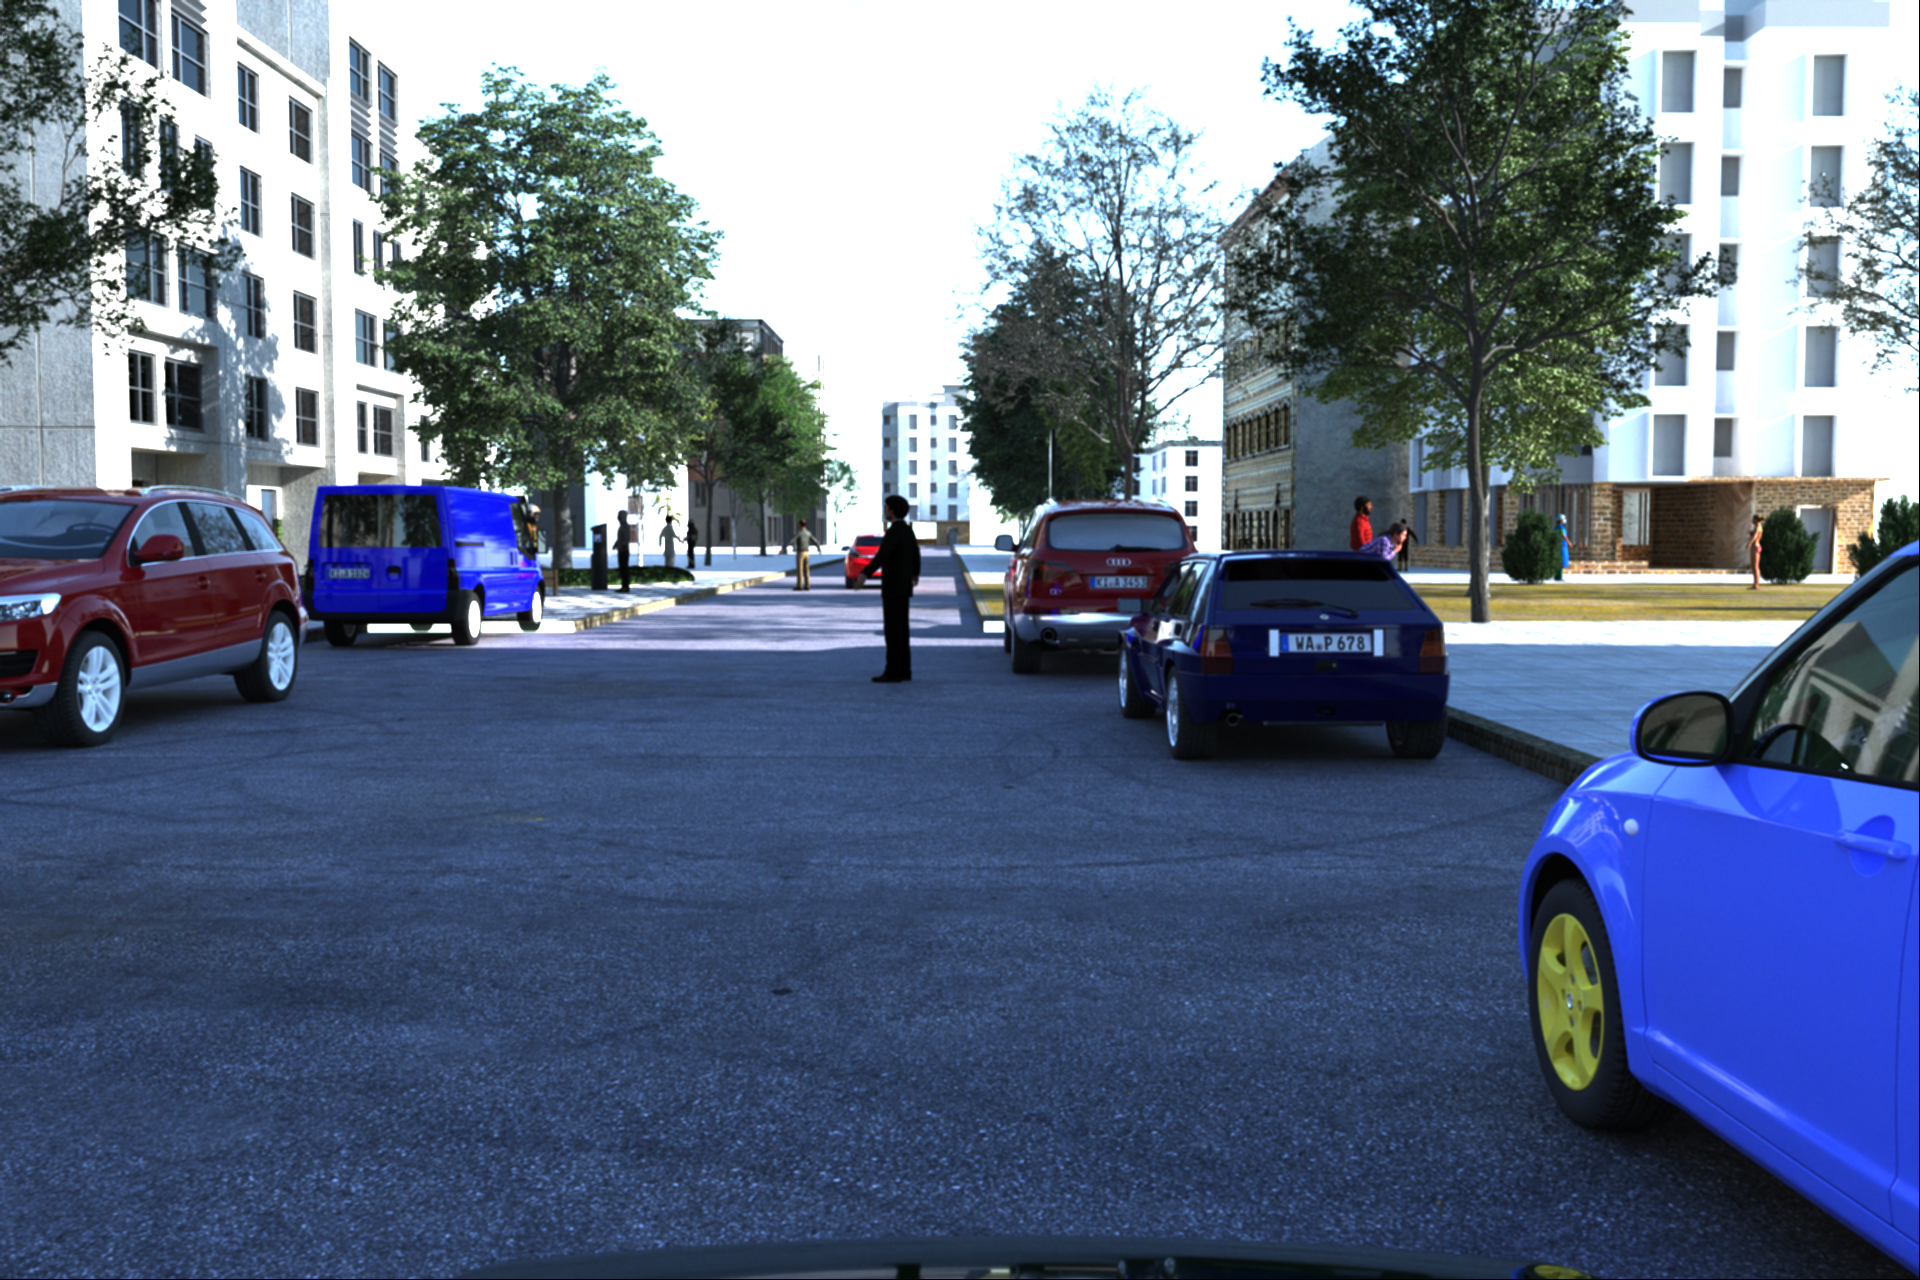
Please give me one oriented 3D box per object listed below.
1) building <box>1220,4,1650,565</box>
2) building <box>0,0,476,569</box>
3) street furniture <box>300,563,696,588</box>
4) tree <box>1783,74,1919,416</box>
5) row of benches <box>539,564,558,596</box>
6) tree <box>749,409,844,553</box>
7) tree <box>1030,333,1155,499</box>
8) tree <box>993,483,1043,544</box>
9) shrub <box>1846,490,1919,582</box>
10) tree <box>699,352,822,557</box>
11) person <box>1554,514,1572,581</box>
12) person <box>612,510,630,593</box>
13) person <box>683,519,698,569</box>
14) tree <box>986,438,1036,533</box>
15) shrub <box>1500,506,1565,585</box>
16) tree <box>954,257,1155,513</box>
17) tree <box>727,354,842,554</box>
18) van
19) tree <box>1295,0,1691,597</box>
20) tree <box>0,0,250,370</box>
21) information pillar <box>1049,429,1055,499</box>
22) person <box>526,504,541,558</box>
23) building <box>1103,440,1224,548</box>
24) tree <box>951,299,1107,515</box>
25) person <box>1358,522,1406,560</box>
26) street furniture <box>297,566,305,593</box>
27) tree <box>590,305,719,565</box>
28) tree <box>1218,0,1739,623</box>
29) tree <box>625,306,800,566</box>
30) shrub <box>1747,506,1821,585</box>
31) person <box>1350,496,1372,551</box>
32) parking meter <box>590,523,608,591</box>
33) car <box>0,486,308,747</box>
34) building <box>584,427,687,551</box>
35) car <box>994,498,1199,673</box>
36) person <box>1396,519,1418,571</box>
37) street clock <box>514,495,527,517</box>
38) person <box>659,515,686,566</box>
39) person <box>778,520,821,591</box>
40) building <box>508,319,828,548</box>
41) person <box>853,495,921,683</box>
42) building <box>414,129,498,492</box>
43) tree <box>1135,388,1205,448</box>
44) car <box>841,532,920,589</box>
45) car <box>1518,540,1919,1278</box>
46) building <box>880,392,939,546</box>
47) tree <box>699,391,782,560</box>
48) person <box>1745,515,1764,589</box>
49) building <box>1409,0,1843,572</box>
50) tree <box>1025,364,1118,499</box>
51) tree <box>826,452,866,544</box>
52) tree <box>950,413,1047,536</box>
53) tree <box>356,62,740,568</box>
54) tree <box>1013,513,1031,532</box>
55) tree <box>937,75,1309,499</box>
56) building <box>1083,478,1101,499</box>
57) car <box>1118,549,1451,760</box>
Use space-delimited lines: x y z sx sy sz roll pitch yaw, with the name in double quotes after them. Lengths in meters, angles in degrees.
22.966 -15.265 80.511 19.493 23.208 18.063 0 4 -1 "building"
-28.140 -11.519 54.787 16.747 18.905 31.486 0 4 0 "building"
-11.626 -1.704 43.485 10.072 0.657 5.734 -1 4 -13 "street furniture"
22.599 -7.691 36.112 12.009 13.543 11.850 0 3 0 "tree"
-9.998 -1.326 37.144 4.104 0.672 1.422 3 5 42 "row of benches"
-11.750 -11.348 119.947 8.767 10.594 7.601 3 4 39 "tree"
4.515 -6.813 61.757 4.737 8.622 4.395 0 3 0 "tree"
7.858 -18.209 215.837 7.486 12.596 7.792 0 3 0 "tree"
15.955 -1.527 29.382 1.690 2.028 1.600 0 3 0 "shrub"
-11.462 -10.605 99.150 9.928 11.665 9.643 0 3 0 "tree"
16.410 -2.517 47.283 0.704 1.817 1.347 0 4 4 "person"
-7.395 -1.943 37.900 0.705 1.813 1.348 -1 4 -21 "person"
-10.006 -3.572 64.185 0.705 1.856 1.354 -2 4 -25 "person"
4.185 -9.627 107.771 4.360 8.622 3.978 0 3 0 "tree"
14.552 -2.424 44.052 1.690 2.028 1.600 0 3 0 "shrub"
4.505 -10.533 78.865 9.857 13.997 8.962 0 3 0 "tree"
-11.288 -11.710 109.591 7.486 12.596 7.792 0 3 0 "tree"
-7.162 -1.191 23.863 2.240 2.365 5.245 0 4 0 "van"
10.701 -7.176 35.462 7.486 12.596 7.792 0 3 0 "tree"
-13.537 -5.386 22.470 8.767 10.594 7.601 -1 4 -12 "tree"
2.066 -2.903 38.823 0.183 3.616 0.504 0 4 -2 "information pillar"
-8.314 -1.709 33.714 0.705 1.858 1.354 0 4 -1 "person"
19.201 -13.825 168.180 9.099 9.664 28.070 0 3 0 "building"
4.281 -11.361 92.401 9.857 13.997 8.962 0 3 0 "tree"
5.197 -0.753 21.584 0.697 1.427 0.421 1 4 17 "person"
-17.251 -1.225 35.658 10.072 0.657 5.734 -1 4 -9 "street furniture"
-10.238 -6.466 56.076 4.737 8.622 4.395 0 3 0 "tree"
7.229 -5.535 24.907 7.601 10.594 8.767 1 4 10 "tree"
-9.934 -8.301 70.138 7.601 10.594 8.767 -2 4 -30 "tree"
20.881 -2.416 43.917 1.690 2.028 1.600 0 3 0 "shrub"
5.698 -1.121 24.435 0.704 1.816 1.345 1 4 15 "person"
-8.210 -1.895 39.401 0.372 1.533 0.369 0 3 0 "parking meter"
-6.811 -0.285 13.328 2.281 1.827 5.304 0 3 0 "car"
-27.897 -12.658 149.104 9.099 9.664 28.070 0 4 -1 "building"
1.538 -0.652 19.339 2.281 1.827 5.304 0 3 0 "car"
15.269 -3.279 59.756 1.346 1.812 0.704 -1 4 -18 "person"
-8.194 -1.688 32.165 0.358 2.002 0.471 0 4 1 "street clock"
-8.168 -2.610 48.853 0.705 1.806 1.347 -3 5 -41 "person"
-4.015 -2.156 43.986 1.348 1.796 0.705 -3 5 -43 "person"
-29.112 -20.599 180.770 27.936 21.610 32.646 0 4 0 "building"
-0.645 -0.501 16.842 0.705 1.806 1.347 1 4 22 "person"
-30.377 -13.818 82.349 16.016 20.090 11.380 0 4 0 "building"
25.056 -22.275 220.083 12.611 20.169 13.585 0 3 0 "tree"
-2.149 -2.310 46.802 2.155 1.783 4.494 0 4 -1 "car"
2.333 0.396 3.123 1.945 1.707 3.694 0 4 -2 "car"
-9.874 -22.283 223.203 11.380 20.090 16.016 1 4 8 "building"
-11.381 -8.300 86.060 4.360 8.622 3.978 0 3 0 "tree"
18.382 -2.043 40.204 0.721 1.733 1.217 2 4 32 "person"
23.069 -12.908 67.474 16.016 20.090 11.380 0 4 -1 "building"
5.367 -7.343 70.421 4.360 8.622 3.978 0 3 0 "tree"
-16.066 -18.072 221.229 9.928 11.665 9.643 0 3 0 "tree"
4.807 -13.410 129.630 12.009 13.543 11.850 0 3 0 "tree"
-10.786 -8.531 46.137 9.857 13.997 8.962 0 3 0 "tree"
7.976 -16.653 222.630 4.737 8.622 4.395 0 3 0 "tree"
4.494 -8.322 46.440 12.009 13.543 11.850 0 3 0 "tree"
17.639 -15.678 198.478 9.099 9.664 28.070 0 4 -1 "building"
2.157 0.013 12.368 1.945 1.354 3.894 0 4 -2 "car"
